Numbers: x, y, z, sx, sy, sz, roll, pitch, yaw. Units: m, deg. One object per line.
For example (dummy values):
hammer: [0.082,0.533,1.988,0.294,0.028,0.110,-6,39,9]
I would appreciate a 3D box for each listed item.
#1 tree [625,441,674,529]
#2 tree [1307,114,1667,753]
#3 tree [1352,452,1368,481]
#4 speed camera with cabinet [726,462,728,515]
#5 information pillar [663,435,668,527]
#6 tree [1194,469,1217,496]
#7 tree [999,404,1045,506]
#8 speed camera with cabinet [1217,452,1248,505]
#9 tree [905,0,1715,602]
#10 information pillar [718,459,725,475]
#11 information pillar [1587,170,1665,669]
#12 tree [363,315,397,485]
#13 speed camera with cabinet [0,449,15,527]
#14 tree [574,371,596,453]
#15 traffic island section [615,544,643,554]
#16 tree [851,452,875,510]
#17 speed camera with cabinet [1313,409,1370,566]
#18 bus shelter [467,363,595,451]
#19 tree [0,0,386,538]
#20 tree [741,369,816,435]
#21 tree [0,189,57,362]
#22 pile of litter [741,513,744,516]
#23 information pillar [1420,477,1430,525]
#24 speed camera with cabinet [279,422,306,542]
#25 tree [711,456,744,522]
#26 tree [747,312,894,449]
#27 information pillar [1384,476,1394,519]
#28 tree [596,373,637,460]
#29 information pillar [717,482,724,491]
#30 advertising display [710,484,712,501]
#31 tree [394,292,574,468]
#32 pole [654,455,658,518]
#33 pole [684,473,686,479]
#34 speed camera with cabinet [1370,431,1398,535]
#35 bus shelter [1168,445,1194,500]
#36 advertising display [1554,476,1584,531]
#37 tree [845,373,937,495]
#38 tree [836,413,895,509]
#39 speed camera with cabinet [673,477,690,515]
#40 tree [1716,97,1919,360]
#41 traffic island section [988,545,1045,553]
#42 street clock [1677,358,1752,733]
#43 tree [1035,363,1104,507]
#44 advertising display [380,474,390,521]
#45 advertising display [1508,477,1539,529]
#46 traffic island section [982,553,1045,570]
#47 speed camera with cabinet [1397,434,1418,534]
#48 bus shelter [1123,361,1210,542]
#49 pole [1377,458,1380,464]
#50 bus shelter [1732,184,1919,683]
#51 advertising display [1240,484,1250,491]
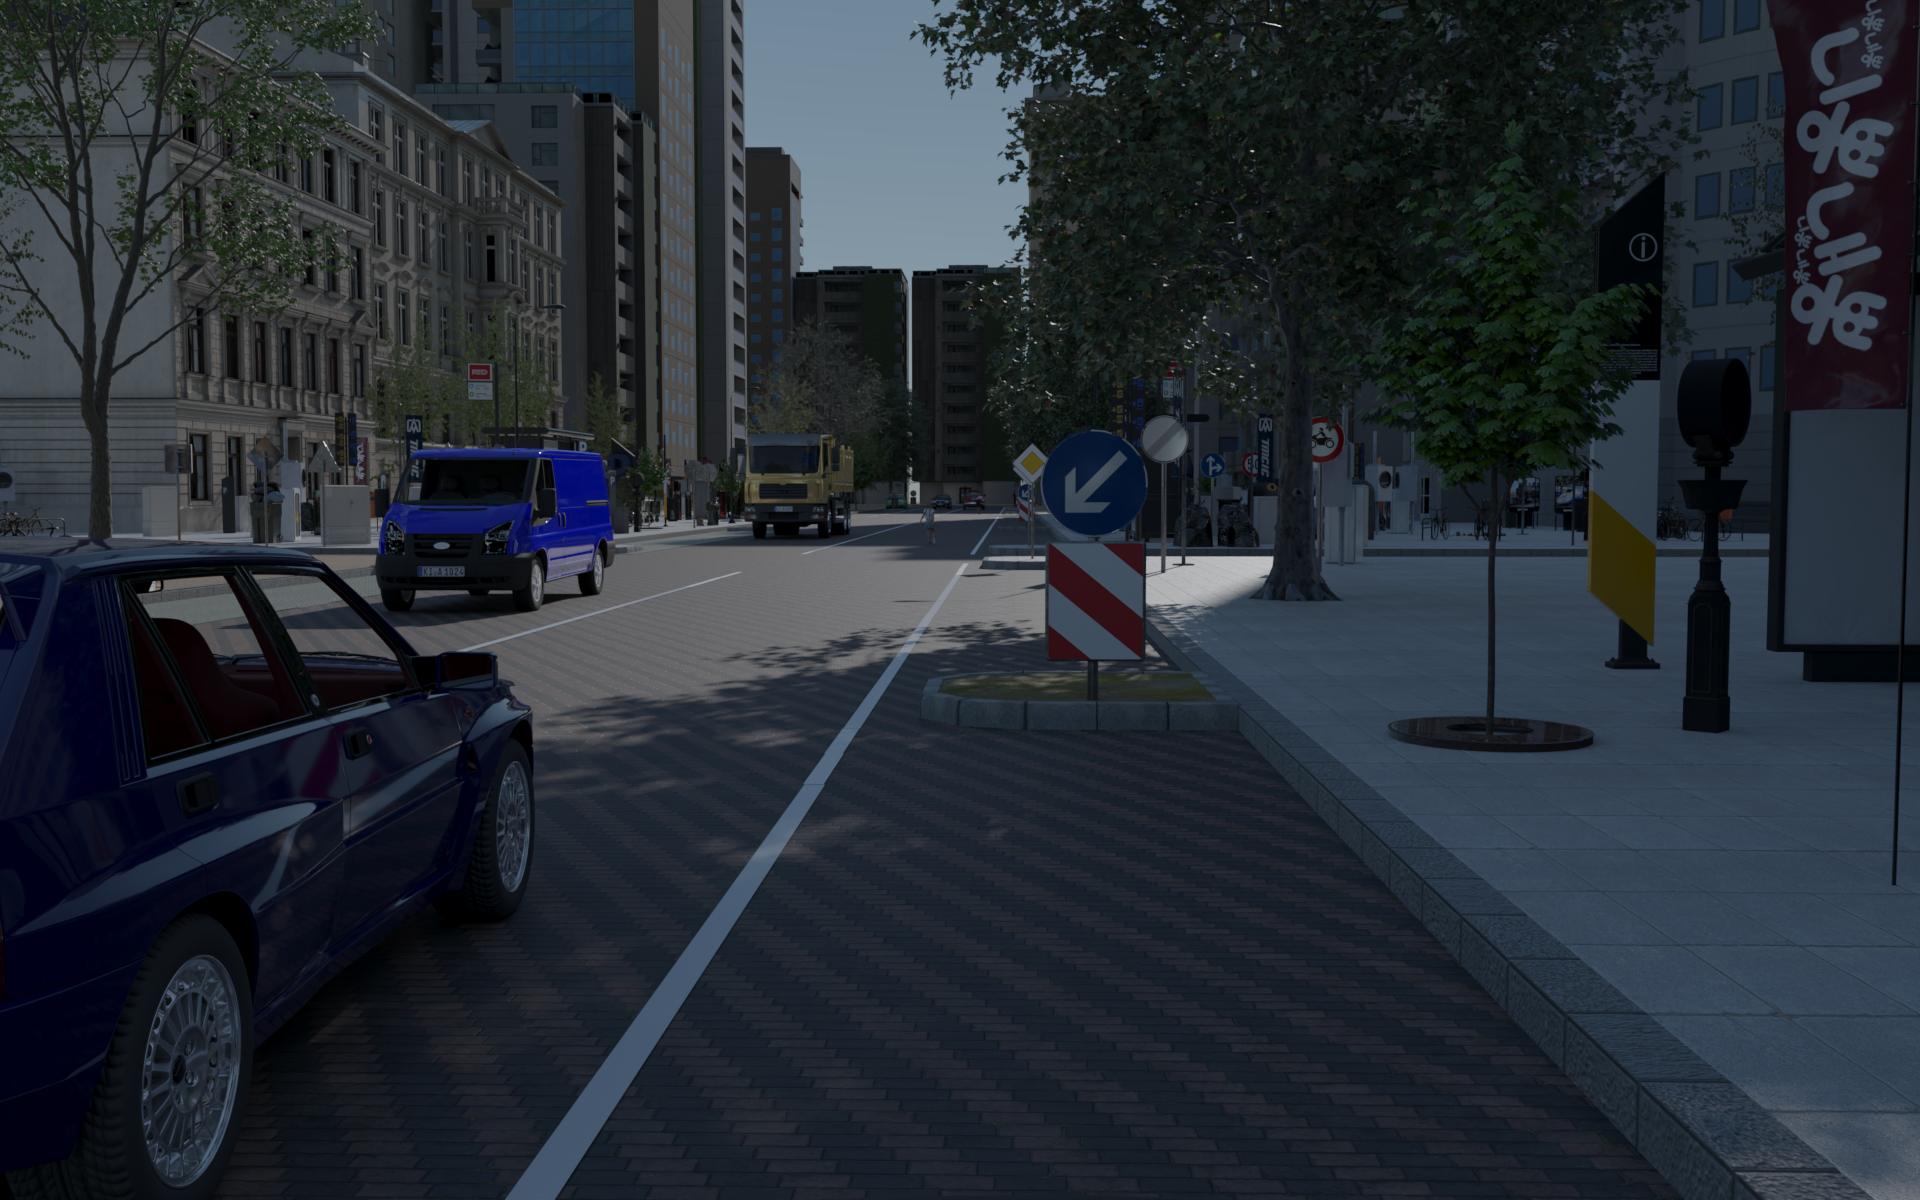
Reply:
tree: [-11.556,-4.221,63.608,1.663,3.219,1.824,0,3,0]
tree: [2.807,-0.873,8.870,1.663,3.219,1.824,0,3,0]
tree: [21.804,-7.120,100.123,4.285,4.588,4.351,0,3,0]
speed camera with cabinet: [-13.775,-6.953,108.015,2.038,3.252,0.660,1,4,18]
information pillar: [-11.574,-4.685,67.949,0.183,3.616,0.504,-1,4,-8]
tree: [15.660,-7.001,109.074,1.663,3.219,1.824,0,3,0]
tree: [8.882,-17.065,185.675,9.857,13.997,8.962,0,3,0]
speed camera with cabinet: [13.164,-5.348,81.776,2.038,3.252,0.660,0,4,4]
tree: [4.156,-6.339,20.656,9.611,12.733,9.660,0,3,0]
information pillar: [-15.924,-7.609,115.755,0.504,3.616,0.183,-3,5,-44]
information pillar: [4.873,-1.303,12.656,0.504,3.616,0.183,0,4,1]
tree: [-21.905,-7.248,68.872,4.737,8.622,4.395,0,3,0]
speed camera with cabinet: [-31.700,-3.764,55.883,2.038,3.252,0.660,-3,5,-42]
tree: [-19.433,-7.696,76.198,4.737,8.622,4.395,0,3,0]
traffic island section: [-8.987,-1.241,42.564,2.009,0.180,2.903,0,4,2]
tree: [-8.148,-9.321,136.114,4.285,4.588,4.351,0,3,0]
speed camera with cabinet: [6.925,-2.277,31.573,0.660,3.252,2.038,1,4,21]
bus shelter: [-13.870,-4.771,55.643,2.179,5.291,8.768,0,4,2]
tree: [-11.929,-5.999,23.837,9.928,11.665,9.643,0,3,0]
tree: [-10.439,-9.270,101.920,4.360,8.622,3.978,0,3,0]
tree: [-18.807,-4.943,31.186,4.360,8.622,3.978,0,3,0]
pile of litter: [-12.209,-5.232,99.504,1.176,0.858,1.719,0,4,0]
information pillar: [19.617,-4.191,73.010,0.304,2.012,0.304,0,4,-8]
speed camera with cabinet: [-18.276,-3.233,47.198,0.660,3.252,2.038,-1,4,-12]
tree: [-10.643,-5.287,81.040,1.663,3.219,1.824,0,3,0]
tree: [-9.323,-12.631,116.885,12.009,13.543,11.850,0,3,0]
information pillar: [17.348,-4.010,70.051,0.304,2.012,0.304,-3,5,-43]
tree: [-21.094,-9.365,103.485,4.737,8.622,4.395,0,3,0]
information pillar: [-12.582,-5.303,91.193,0.304,2.012,0.304,2,4,33]
advertising display: [-15.552,-6.270,107.734,0.123,1.923,0.974,0,4,1]
tree: [-17.457,-6.944,63.890,4.737,8.622,4.395,0,3,0]
pole: [-16.009,-5.965,91.364,0.158,3.312,0.155,0,3,0]
pole: [-17.271,-7.058,109.244,0.158,3.312,0.155,0,3,0]
speed camera with cabinet: [12.521,-3.632,53.727,2.038,3.252,0.660,-2,4,-34]
bus shelter: [7.344,-4.290,64.066,2.014,3.302,5.546,0,4,2]
advertising display: [21.252,-3.377,60.434,0.974,1.923,0.123,1,4,14]
tree: [-7.332,-16.778,180.979,9.857,13.997,8.962,0,3,0]
tree: [-8.827,-12.356,152.384,4.737,8.622,4.395,0,3,0]
speed camera with cabinet: [-17.197,-6.888,106.953,0.660,3.252,2.038,-1,4,-23]
tree: [15.144,-4.868,29.955,4.360,8.622,3.978,0,3,0]
traffic island section: [1.699,-1.220,42.227,2.009,0.180,2.903,0,4,2]
street clock: [4.052,-0.292,9.346,0.358,2.002,0.471,3,5,43]
tree: [5.514,-8.494,89.238,4.737,8.622,4.395,0,3,0]
advertising display: [-18.347,-3.063,55.291,0.123,1.923,0.974,-2,4,-27]
advertising display: [20.786,-3.599,64.062,0.974,1.923,0.123,0,4,5]
traffic island section: [1.451,-0.732,34.246,2.009,0.180,2.903,0,4,2]
speed camera with cabinet: [14.215,-3.758,55.786,0.660,3.252,2.038,0,4,2]
bus shelter: [5.623,-4.397,49.525,2.179,5.291,8.768,0,4,2]
pole: [23.359,-6.296,96.775,0.158,3.312,0.155,0,3,0]
bus shelter: [6.263,-0.938,9.252,2.014,3.302,5.546,0,4,2]
advertising display: [18.274,-6.436,110.443,0.974,1.923,0.123,3,5,44]
